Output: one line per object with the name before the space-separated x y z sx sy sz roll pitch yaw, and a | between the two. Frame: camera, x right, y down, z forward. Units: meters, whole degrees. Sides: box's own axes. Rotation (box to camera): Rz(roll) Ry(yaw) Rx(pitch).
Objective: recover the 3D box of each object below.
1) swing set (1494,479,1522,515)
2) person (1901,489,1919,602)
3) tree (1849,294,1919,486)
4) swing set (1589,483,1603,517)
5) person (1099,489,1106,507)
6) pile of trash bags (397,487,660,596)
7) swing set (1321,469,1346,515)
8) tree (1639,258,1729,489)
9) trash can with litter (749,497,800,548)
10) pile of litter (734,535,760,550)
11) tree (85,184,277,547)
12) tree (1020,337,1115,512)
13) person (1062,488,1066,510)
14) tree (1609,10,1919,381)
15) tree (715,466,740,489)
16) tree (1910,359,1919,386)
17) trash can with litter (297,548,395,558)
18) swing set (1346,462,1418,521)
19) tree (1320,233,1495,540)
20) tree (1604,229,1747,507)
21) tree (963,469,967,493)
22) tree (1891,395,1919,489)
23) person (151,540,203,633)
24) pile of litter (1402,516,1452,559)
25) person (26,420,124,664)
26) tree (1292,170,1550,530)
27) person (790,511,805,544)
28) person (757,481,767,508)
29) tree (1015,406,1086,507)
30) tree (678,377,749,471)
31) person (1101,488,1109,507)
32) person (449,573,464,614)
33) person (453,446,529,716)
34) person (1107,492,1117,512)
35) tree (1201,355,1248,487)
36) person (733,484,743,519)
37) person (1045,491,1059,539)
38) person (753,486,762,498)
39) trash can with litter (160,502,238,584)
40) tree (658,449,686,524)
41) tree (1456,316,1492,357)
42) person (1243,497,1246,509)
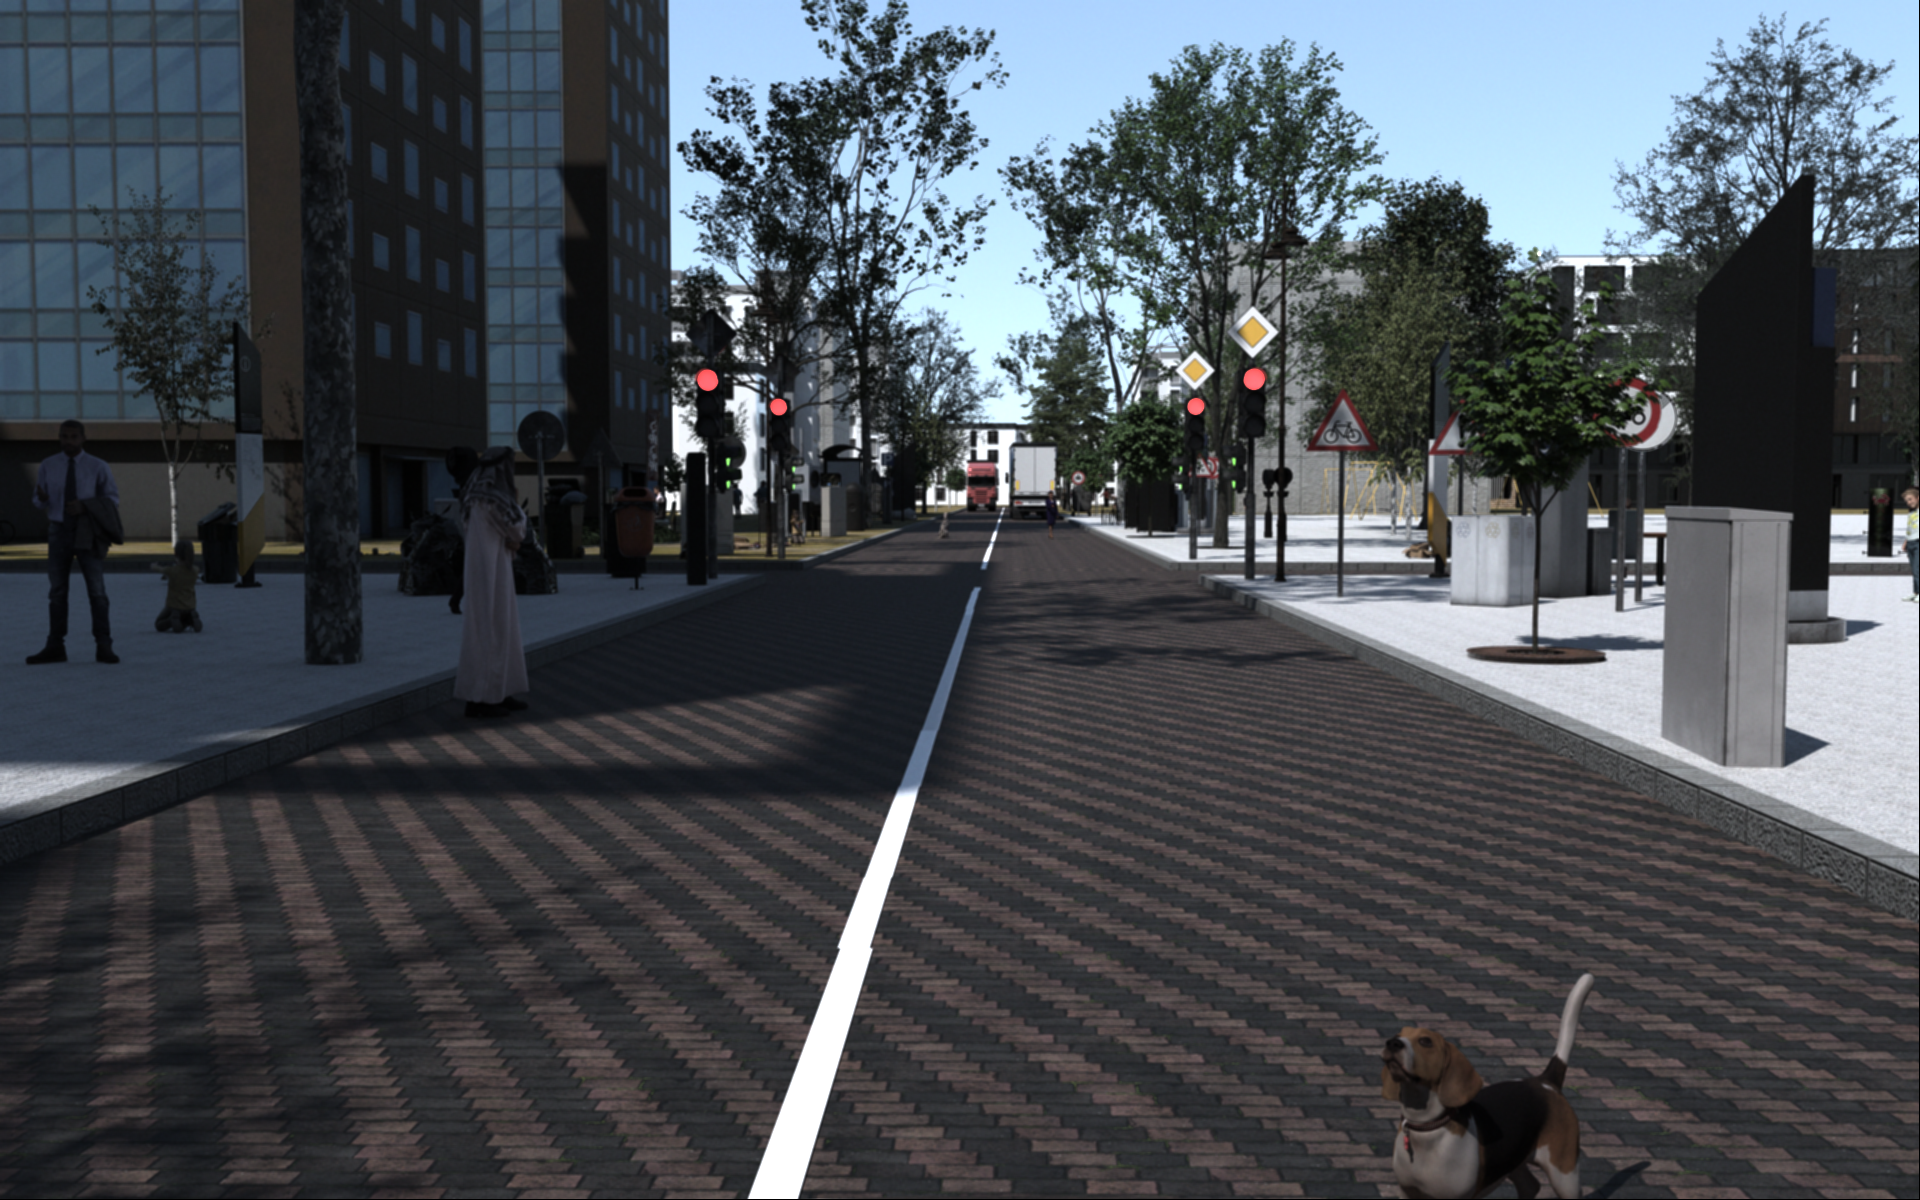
swing set | 34.629 -6.571 105.055 3.119 2.851 2.862 -1 4 -20
person | 11.428 -0.658 20.710 0.340 1.345 0.435 -1 4 -14
tree | 32.892 -6.673 59.460 4.360 8.622 3.978 0 3 0
swing set | 33.894 -6.047 96.483 2.862 2.851 3.119 0 4 -8
person | 14.677 -10.289 174.235 1.348 1.831 0.705 0 4 -5
pile of trash bags | -5.704 -0.800 22.832 3.447 1.369 1.912 -1 4 -9
swing set | 23.994 -6.728 107.622 3.119 2.851 2.862 0 4 2
tree | 22.883 -6.275 52.961 4.360 8.622 3.978 0 3 0
trash can with litter | -5.012 -1.898 42.091 2.233 1.210 1.678 0 4 -4
pile of litter | -5.404 -1.606 40.225 1.719 0.858 1.176 -2 4 -26
tree | -18.812 -5.573 41.479 4.360 8.622 3.978 0 3 0
tree | 8.048 -12.656 125.058 7.486 12.596 7.792 0 3 0
person | 8.447 -8.070 138.706 0.721 1.735 1.217 2 4 28
tree | 21.173 -8.171 43.958 12.009 13.543 11.850 0 3 0
tree | -13.515 -6.462 100.248 1.663 3.219 1.824 0 3 0
tree | 31.548 -7.107 50.607 7.601 10.594 8.767 0 4 -1
trash can with litter | -12.768 -1.520 35.904 2.233 1.210 1.678 -3 4 -37
swing set | 21.349 -5.489 87.371 2.862 2.851 3.119 0 4 2
tree | 12.335 -5.984 48.200 4.737 8.622 4.395 0 3 0
tree | 29.164 -8.726 68.423 9.928 11.665 9.643 0 3 0
tree | -0.336 -12.431 186.968 4.285 4.588 4.351 0 3 0
tree | 55.069 -7.822 90.791 11.467 7.101 20.602 0 4 7
person | -7.329 -0.136 16.187 0.347 0.859 0.695 -3 5 -43
pile of litter | 9.510 -1.296 35.163 1.176 0.858 1.719 3 5 43
person | -6.685 -0.435 13.024 0.709 1.838 0.599 -1 4 -14
tree | 16.703 -8.849 61.689 9.611 12.733 9.660 0 3 0
person | -4.148 -1.853 44.263 0.347 0.859 0.695 -1 4 -14
person | -7.647 -3.770 67.818 0.598 1.807 0.434 1 4 12
tree | 9.911 -14.598 173.085 7.601 10.594 8.767 3 5 41
tree | -14.974 -9.506 105.783 4.737 8.622 4.395 0 3 0
person | 14.307 -9.955 168.744 1.348 1.831 0.705 -2 4 -32
person | -5.116 -0.600 18.540 0.574 1.496 0.600 -3 4 -36
person | -3.005 -0.125 11.218 0.621 1.740 0.551 -3 5 -44
person | 10.908 -6.993 123.566 0.628 1.438 0.799 2 4 34
tree | 13.851 -8.681 92.292 4.737 8.622 4.395 0 3 0
person | -11.501 -5.088 89.360 0.598 1.807 0.434 -2 4 -30
person | 2.975 -2.713 55.224 0.453 1.535 0.546 -3 5 -40
person | -9.511 -4.691 83.457 0.841 1.734 0.376 1 4 9
trash can with litter | -10.821 -0.818 24.768 1.055 1.170 0.624 -3 5 -40
tree | -12.198 -4.827 73.523 1.663 3.219 1.824 0 3 0
tree | 29.093 -10.727 85.764 12.009 13.543 11.850 0 3 0
person | 18.372 -6.173 110.211 0.697 1.427 0.421 2 4 35
